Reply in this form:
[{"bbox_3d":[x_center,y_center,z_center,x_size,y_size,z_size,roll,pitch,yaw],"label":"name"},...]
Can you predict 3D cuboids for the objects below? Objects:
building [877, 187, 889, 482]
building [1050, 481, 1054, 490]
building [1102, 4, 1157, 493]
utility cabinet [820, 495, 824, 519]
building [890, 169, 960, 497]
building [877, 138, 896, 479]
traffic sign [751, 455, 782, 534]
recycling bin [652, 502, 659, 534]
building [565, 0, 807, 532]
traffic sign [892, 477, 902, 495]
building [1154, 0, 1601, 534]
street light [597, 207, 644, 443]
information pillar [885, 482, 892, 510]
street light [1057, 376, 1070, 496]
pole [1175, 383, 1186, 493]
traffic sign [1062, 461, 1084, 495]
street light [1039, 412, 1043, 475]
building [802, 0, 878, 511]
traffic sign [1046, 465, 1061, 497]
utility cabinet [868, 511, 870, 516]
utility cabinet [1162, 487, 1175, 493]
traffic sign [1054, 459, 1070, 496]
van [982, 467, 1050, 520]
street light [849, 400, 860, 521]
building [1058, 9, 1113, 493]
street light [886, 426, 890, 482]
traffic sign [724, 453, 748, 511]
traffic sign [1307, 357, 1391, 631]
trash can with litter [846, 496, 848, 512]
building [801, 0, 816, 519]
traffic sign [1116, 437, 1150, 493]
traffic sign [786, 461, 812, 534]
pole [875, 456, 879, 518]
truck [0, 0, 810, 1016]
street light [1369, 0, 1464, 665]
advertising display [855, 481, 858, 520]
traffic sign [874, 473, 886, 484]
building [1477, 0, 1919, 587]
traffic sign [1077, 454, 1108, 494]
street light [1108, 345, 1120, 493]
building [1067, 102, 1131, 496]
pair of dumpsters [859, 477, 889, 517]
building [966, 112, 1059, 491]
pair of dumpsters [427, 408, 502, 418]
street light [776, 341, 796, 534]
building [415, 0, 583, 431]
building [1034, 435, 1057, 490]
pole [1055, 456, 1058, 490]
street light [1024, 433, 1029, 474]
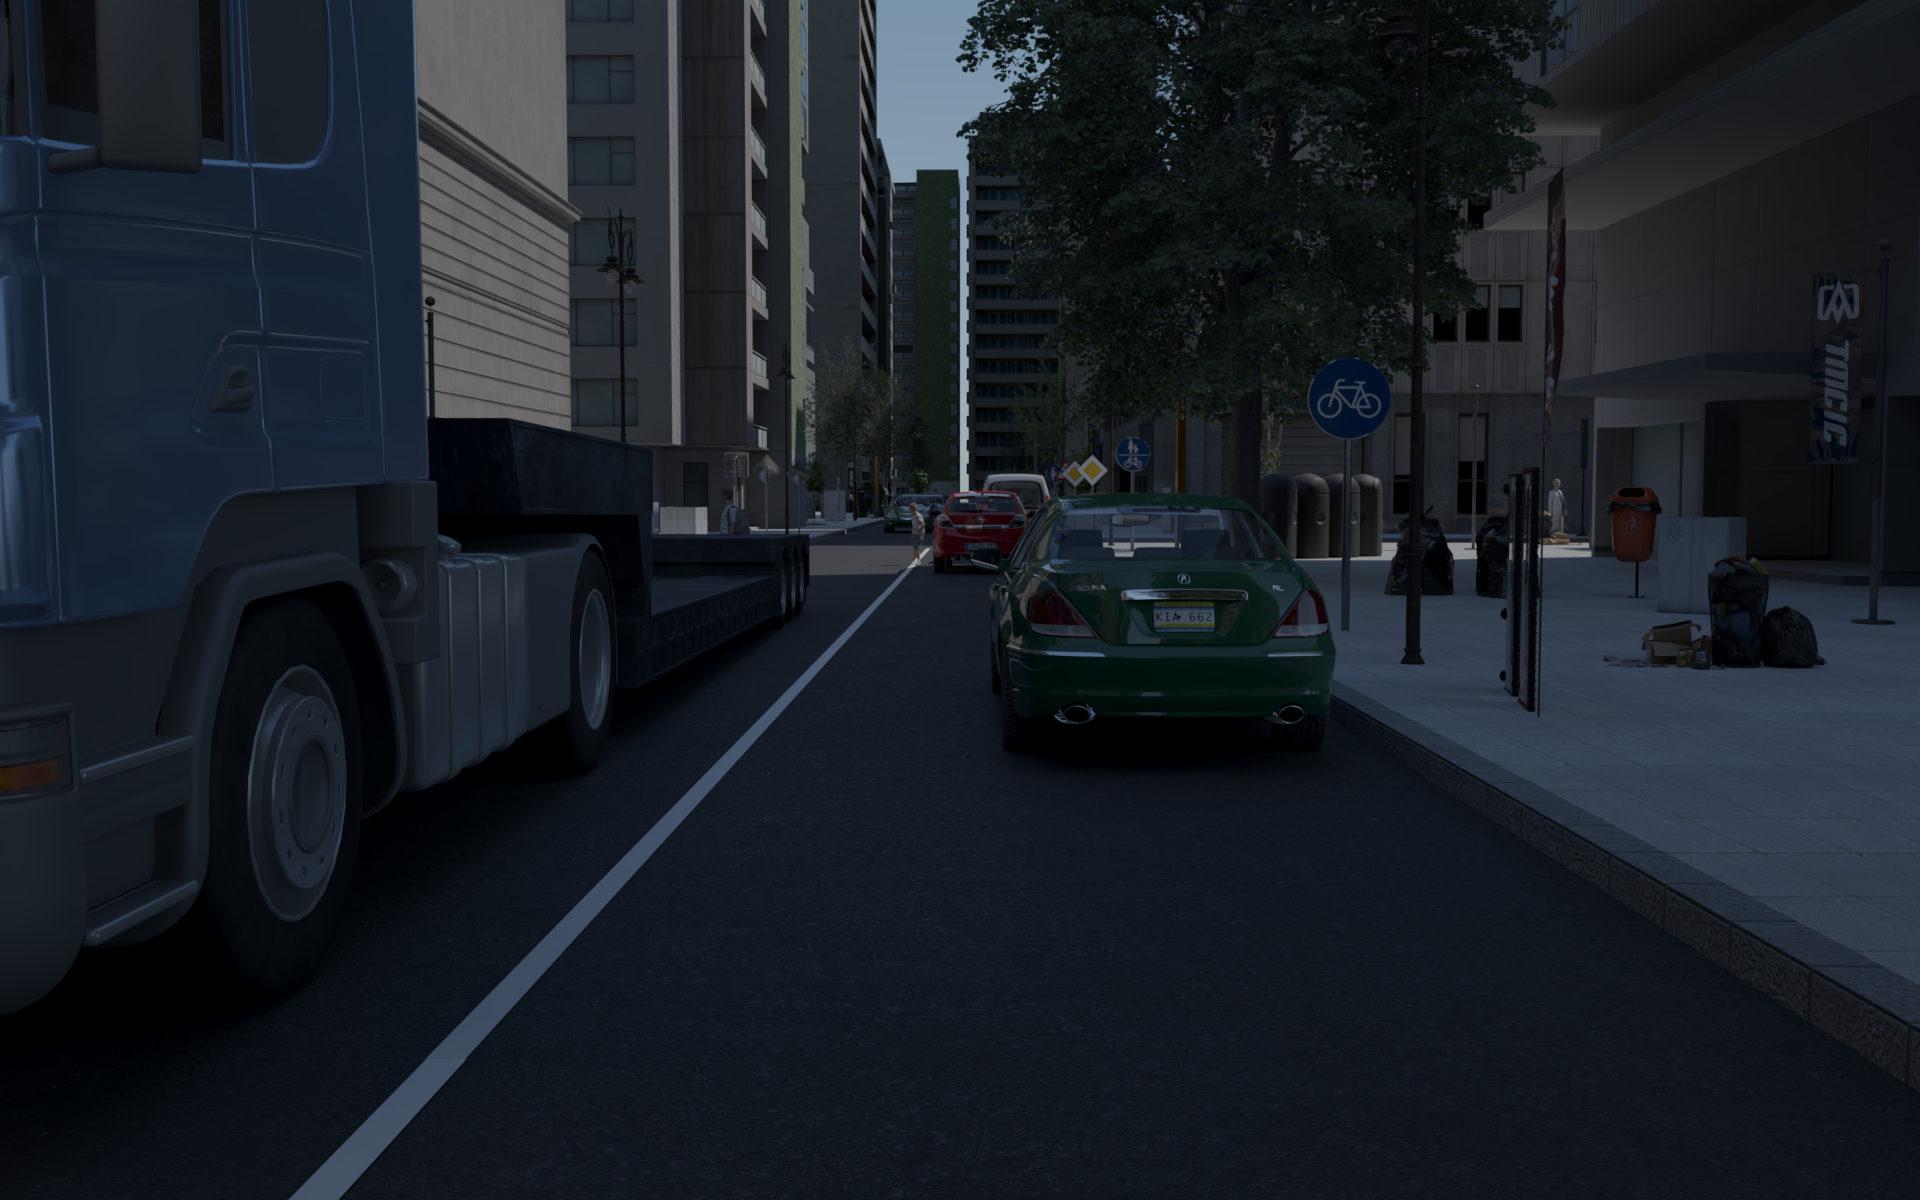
[{"bbox_3d":[-13.779,-23.520,156.250,14.160,30.474,14.107,0,4,1],"label":"building"},{"bbox_3d":[18.865,-43.948,156.801,20.563,71.187,20.611,0,4,1],"label":"building"},{"bbox_3d":[14.562,-17.578,80.916,14.314,27.812,24.014,0,4,1],"label":"building"},{"bbox_3d":[-6.808,-4.838,90.265,0.306,1.237,1.020,3,5,41],"label":"utility cabinet"},{"bbox_3d":[-6.962,-32.852,220.720,14.086,41.232,14.154,0,4,1],"label":"building"},{"bbox_3d":[-19.045,-30.117,184.297,23.993,40.220,32.217,0,4,1],"label":"building"},{"bbox_3d":[-4.931,-2.478,44.161,0.795,2.450,0.064,0,4,1],"label":"traffic sign"},{"bbox_3d":[-9.477,-2.415,52.045,0.722,1.027,0.722,0,4,2],"label":"recycling bin"},{"bbox_3d":[-13.200,-23.068,60.764,14.154,41.232,14.086,0,4,1],"label":"building"},{"bbox_3d":[-4.680,-7.727,126.342,0.884,2.594,0.081,0,4,5],"label":"traffic sign"},{"bbox_3d":[17.369,-14.819,60.316,19.932,24.808,12.078,0,4,1],"label":"building"},{"bbox_3d":[-5.496,-3.391,28.226,0.468,5.910,1.993,0,4,1],"label":"street light"},{"bbox_3d":[-4.212,-5.944,101.672,0.304,2.012,0.304,-2,4,-29],"label":"information pillar"},{"bbox_3d":[4.070,-5.821,67.959,0.468,5.910,1.993,0,4,1],"label":"street light"},{"bbox_3d":[3.998,-2.297,31.391,0.158,3.312,0.155,0,3,0],"label":"pole"},{"bbox_3d":[3.455,-2.959,52.029,0.795,2.450,0.064,0,4,1],"label":"traffic sign"},{"bbox_3d":[4.497,-7.612,97.249,0.468,5.910,1.993,0,4,1],"label":"street light"},{"bbox_3d":[-17.835,-31.426,137.514,21.300,48.544,21.600,0,4,1],"label":"building"},{"bbox_3d":[4.163,-4.629,75.784,0.768,2.556,0.104,0,4,5],"label":"traffic sign"},{"bbox_3d":[-5.778,-5.638,103.342,0.306,1.237,1.020,2,4,30],"label":"utility cabinet"},{"bbox_3d":[6.820,-2.926,56.513,0.318,1.500,1.173,1,4,17],"label":"utility cabinet"},{"bbox_3d":[3.957,-3.963,64.798,0.884,2.594,0.081,0,4,8],"label":"traffic sign"},{"bbox_3d":[1.182,-1.874,37.656,2.013,2.044,4.112,0,4,1],"label":"van"},{"bbox_3d":[-4.999,-6.685,82.089,0.468,5.910,1.993,0,4,1],"label":"street light"},{"bbox_3d":[14.964,-27.942,140.444,14.154,41.232,14.086,0,4,1],"label":"building"},{"bbox_3d":[-4.576,-8.477,111.379,0.468,5.910,1.993,0,4,1],"label":"street light"},{"bbox_3d":[-5.517,-2.479,42.662,0.606,2.300,0.079,0,4,5],"label":"traffic sign"},{"bbox_3d":[3.621,-0.984,16.199,0.768,2.556,0.104,0,4,4],"label":"traffic sign"},{"bbox_3d":[-8.011,-6.365,115.452,1.055,1.170,0.624,2,4,33],"label":"trash can with litter"},{"bbox_3d":[-18.799,-47.837,94.814,22.319,86.520,31.000,0,4,1],"label":"building"},{"bbox_3d":[3.852,-2.357,38.642,0.768,2.556,0.104,0,4,2],"label":"traffic sign"},{"bbox_3d":[-4.838,-2.967,52.145,0.795,2.450,0.064,0,4,1],"label":"traffic sign"},{"bbox_3d":[-4.421,-6.032,92.471,0.158,3.312,0.155,0,3,0],"label":"pole"},{"bbox_3d":[-3.071,-1.355,11.910,2.967,4.110,18.799,0,3,0],"label":"truck"},{"bbox_3d":[3.420,-2.454,12.912,0.468,5.910,1.993,0,4,1],"label":"street light"},{"bbox_3d":[-5.125,-4.913,85.546,0.123,1.923,0.974,0,4,1],"label":"advertising display"},{"bbox_3d":[-4.795,-6.292,102.975,0.768,2.556,0.104,0,4,5],"label":"traffic sign"},{"bbox_3d":[23.847,-26.437,21.484,28.713,52.752,27.495,0,4,1],"label":"building"},{"bbox_3d":[3.362,-2.471,44.044,0.795,2.450,0.064,0,4,1],"label":"traffic sign"},{"bbox_3d":[3.751,-4.282,42.800,0.468,5.910,1.993,0,4,1],"label":"street light"},{"bbox_3d":[17.253,-18.681,109.956,19.350,26.468,34.151,0,4,1],"label":"building"},{"bbox_3d":[-4.836,-5.759,96.651,1.574,2.255,4.437,0,4,0],"label":"pair of dumpsters"},{"bbox_3d":[11.661,-36.666,223.183,21.600,48.544,21.300,0,4,1],"label":"building"},{"bbox_3d":[-5.740,-0.965,18.269,1.574,2.255,4.437,0,4,1],"label":"pair of dumpsters"},{"bbox_3d":[-5.241,-4.864,52.321,0.468,5.910,1.993,0,4,1],"label":"street light"},{"bbox_3d":[-20.673,-11.763,34.132,24.055,21.916,13.314,0,4,1],"label":"building"},{"bbox_3d":[19.522,-53.221,182.837,22.319,86.520,31.000,0,4,1],"label":"building"},{"bbox_3d":[5.081,-5.962,91.320,0.158,3.312,0.155,0,3,0],"label":"pole"},{"bbox_3d":[4.871,-9.417,126.759,0.468,5.910,1.993,0,4,1],"label":"street light"}]
